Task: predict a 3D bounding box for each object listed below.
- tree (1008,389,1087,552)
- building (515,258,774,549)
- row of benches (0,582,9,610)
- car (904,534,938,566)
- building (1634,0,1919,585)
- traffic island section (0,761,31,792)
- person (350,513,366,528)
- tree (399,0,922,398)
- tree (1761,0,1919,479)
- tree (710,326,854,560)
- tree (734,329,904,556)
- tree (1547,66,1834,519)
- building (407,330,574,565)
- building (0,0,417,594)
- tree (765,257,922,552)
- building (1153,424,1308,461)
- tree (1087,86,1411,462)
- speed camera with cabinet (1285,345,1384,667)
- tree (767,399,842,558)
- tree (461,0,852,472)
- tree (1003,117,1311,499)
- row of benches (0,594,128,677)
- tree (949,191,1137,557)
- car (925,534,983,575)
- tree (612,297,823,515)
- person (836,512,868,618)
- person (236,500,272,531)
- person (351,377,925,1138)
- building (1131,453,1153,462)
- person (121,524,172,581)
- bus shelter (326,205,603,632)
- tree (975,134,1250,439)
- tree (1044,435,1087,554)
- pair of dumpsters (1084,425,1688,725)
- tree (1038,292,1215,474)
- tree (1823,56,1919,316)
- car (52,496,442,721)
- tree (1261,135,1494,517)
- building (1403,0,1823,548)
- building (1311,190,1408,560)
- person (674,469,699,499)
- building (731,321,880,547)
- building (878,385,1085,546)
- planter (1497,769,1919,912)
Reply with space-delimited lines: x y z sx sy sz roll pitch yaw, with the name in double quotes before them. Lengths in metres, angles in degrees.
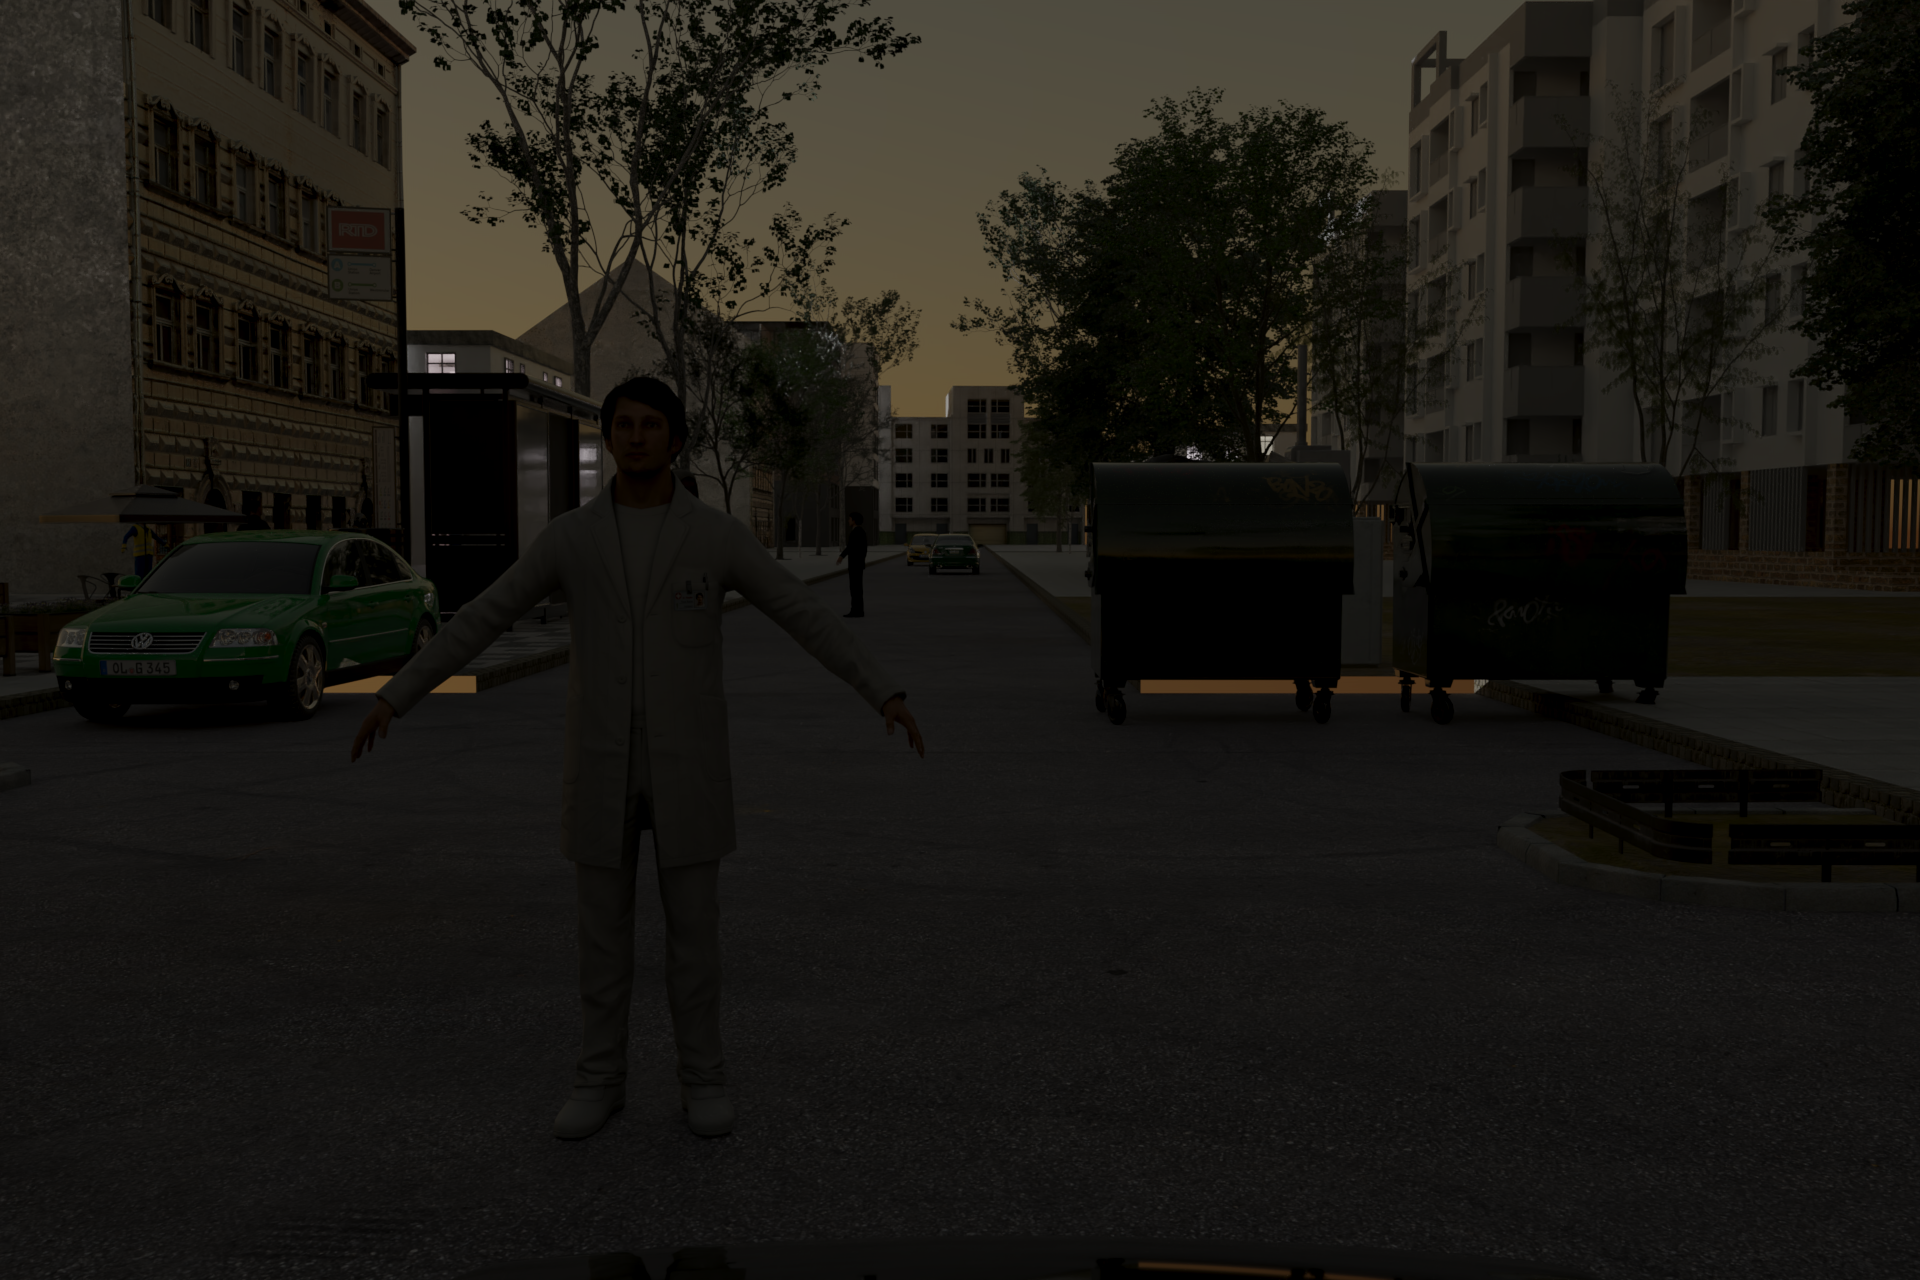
"tree" 7.108 -12.373 120.432 7.486 12.596 7.792 0 3 0
"building" -25.986 -19.305 146.559 19.493 23.208 18.063 0 4 -1
"row of benches" -15.416 -0.554 24.521 1.422 0.672 4.104 1 4 18
"car" -1.517 -4.183 78.616 2.015 1.641 3.980 0 4 0
"building" 25.558 -11.875 50.573 16.016 20.090 11.380 0 3 0
"traffic island section" -6.311 0.822 9.432 1.991 0.108 1.994 0 4 0
"person" -16.169 -2.506 46.737 0.705 1.858 1.354 0 4 -2
"tree" -7.116 -11.148 38.161 12.611 20.169 13.585 0 3 0
"tree" 18.589 -7.490 29.115 9.857 13.997 8.962 0 3 0
"tree" -8.841 -9.802 86.014 9.928 11.665 9.643 0 3 0
"tree" -8.305 -11.784 103.044 12.009 13.543 11.850 0 3 0
"tree" 11.273 -4.756 28.129 4.360 8.622 3.978 0 3 0
"building" -23.548 -8.764 85.439 9.099 9.664 28.070 0 4 1
"building" -26.629 -13.100 45.109 19.493 23.208 18.063 0 3 0
"tree" -9.740 -16.218 121.054 12.611 20.169 13.585 0 3 0
"building" 22.032 -12.456 145.804 9.099 9.664 28.070 0 4 1
"tree" 6.856 -7.000 40.212 9.928 11.665 9.643 0 3 0
"speed camera with cabinet" 3.773 -1.419 17.529 0.660 3.252 2.038 0 4 0
"tree" -8.781 -8.759 93.578 4.360 8.622 3.978 0 3 0
"tree" -9.784 -12.196 55.286 12.611 20.169 13.585 0 3 0
"tree" 6.203 -8.988 53.612 9.857 13.997 8.962 0 3 0
"row of benches" -8.664 -0.062 16.481 1.422 0.672 4.104 1 4 12
"tree" 6.252 -14.699 96.211 12.611 20.169 13.585 0 3 0
"car" -0.206 -3.119 62.786 2.131 1.459 4.920 0 4 0
"tree" -9.150 -8.189 68.297 8.767 10.594 7.601 -3 5 -41
"person" -1.818 -1.298 29.865 0.705 1.806 1.347 1 4 15
"person" -10.810 -1.251 26.679 1.346 1.802 0.704 2 4 25
"person" -0.762 0.272 4.191 1.347 1.806 0.705 0 4 -3
"building" 21.899 -14.432 178.113 9.099 9.664 28.070 0 3 0
"person" -15.516 -1.624 33.016 0.721 1.772 1.216 1 4 19
"bus shelter" -6.665 -2.834 23.976 2.179 5.291 8.768 0 4 0
"tree" 7.911 -13.742 80.571 12.611 20.169 13.585 0 3 0
"tree" 6.766 -9.720 109.278 4.360 8.622 3.978 0 3 0
"pair of dumpsters" 3.184 -0.522 13.486 4.436 2.255 1.574 0 4 1
"tree" 6.495 -8.106 66.945 7.601 10.594 8.767 -1 4 -22
"tree" 12.931 -5.117 18.082 7.601 10.594 8.767 0 4 5
"car" -5.858 -0.362 14.719 1.959 1.807 4.718 0 4 1
"tree" 7.419 -5.039 32.756 4.360 8.622 3.978 0 3 0
"building" 22.628 -12.861 66.705 16.016 20.090 11.380 0 4 0
"building" 24.905 -14.690 96.599 16.016 20.090 11.380 0 3 0
"person" -1.632 -0.102 10.246 1.348 1.813 0.705 -2 4 -35
"building" -23.171 -20.709 182.562 27.936 21.610 32.646 0 3 0
"building" -1.305 -21.048 213.046 31.486 18.905 16.747 0 4 -3
"planter" 3.454 0.831 7.558 1.991 0.319 1.994 0 4 1
